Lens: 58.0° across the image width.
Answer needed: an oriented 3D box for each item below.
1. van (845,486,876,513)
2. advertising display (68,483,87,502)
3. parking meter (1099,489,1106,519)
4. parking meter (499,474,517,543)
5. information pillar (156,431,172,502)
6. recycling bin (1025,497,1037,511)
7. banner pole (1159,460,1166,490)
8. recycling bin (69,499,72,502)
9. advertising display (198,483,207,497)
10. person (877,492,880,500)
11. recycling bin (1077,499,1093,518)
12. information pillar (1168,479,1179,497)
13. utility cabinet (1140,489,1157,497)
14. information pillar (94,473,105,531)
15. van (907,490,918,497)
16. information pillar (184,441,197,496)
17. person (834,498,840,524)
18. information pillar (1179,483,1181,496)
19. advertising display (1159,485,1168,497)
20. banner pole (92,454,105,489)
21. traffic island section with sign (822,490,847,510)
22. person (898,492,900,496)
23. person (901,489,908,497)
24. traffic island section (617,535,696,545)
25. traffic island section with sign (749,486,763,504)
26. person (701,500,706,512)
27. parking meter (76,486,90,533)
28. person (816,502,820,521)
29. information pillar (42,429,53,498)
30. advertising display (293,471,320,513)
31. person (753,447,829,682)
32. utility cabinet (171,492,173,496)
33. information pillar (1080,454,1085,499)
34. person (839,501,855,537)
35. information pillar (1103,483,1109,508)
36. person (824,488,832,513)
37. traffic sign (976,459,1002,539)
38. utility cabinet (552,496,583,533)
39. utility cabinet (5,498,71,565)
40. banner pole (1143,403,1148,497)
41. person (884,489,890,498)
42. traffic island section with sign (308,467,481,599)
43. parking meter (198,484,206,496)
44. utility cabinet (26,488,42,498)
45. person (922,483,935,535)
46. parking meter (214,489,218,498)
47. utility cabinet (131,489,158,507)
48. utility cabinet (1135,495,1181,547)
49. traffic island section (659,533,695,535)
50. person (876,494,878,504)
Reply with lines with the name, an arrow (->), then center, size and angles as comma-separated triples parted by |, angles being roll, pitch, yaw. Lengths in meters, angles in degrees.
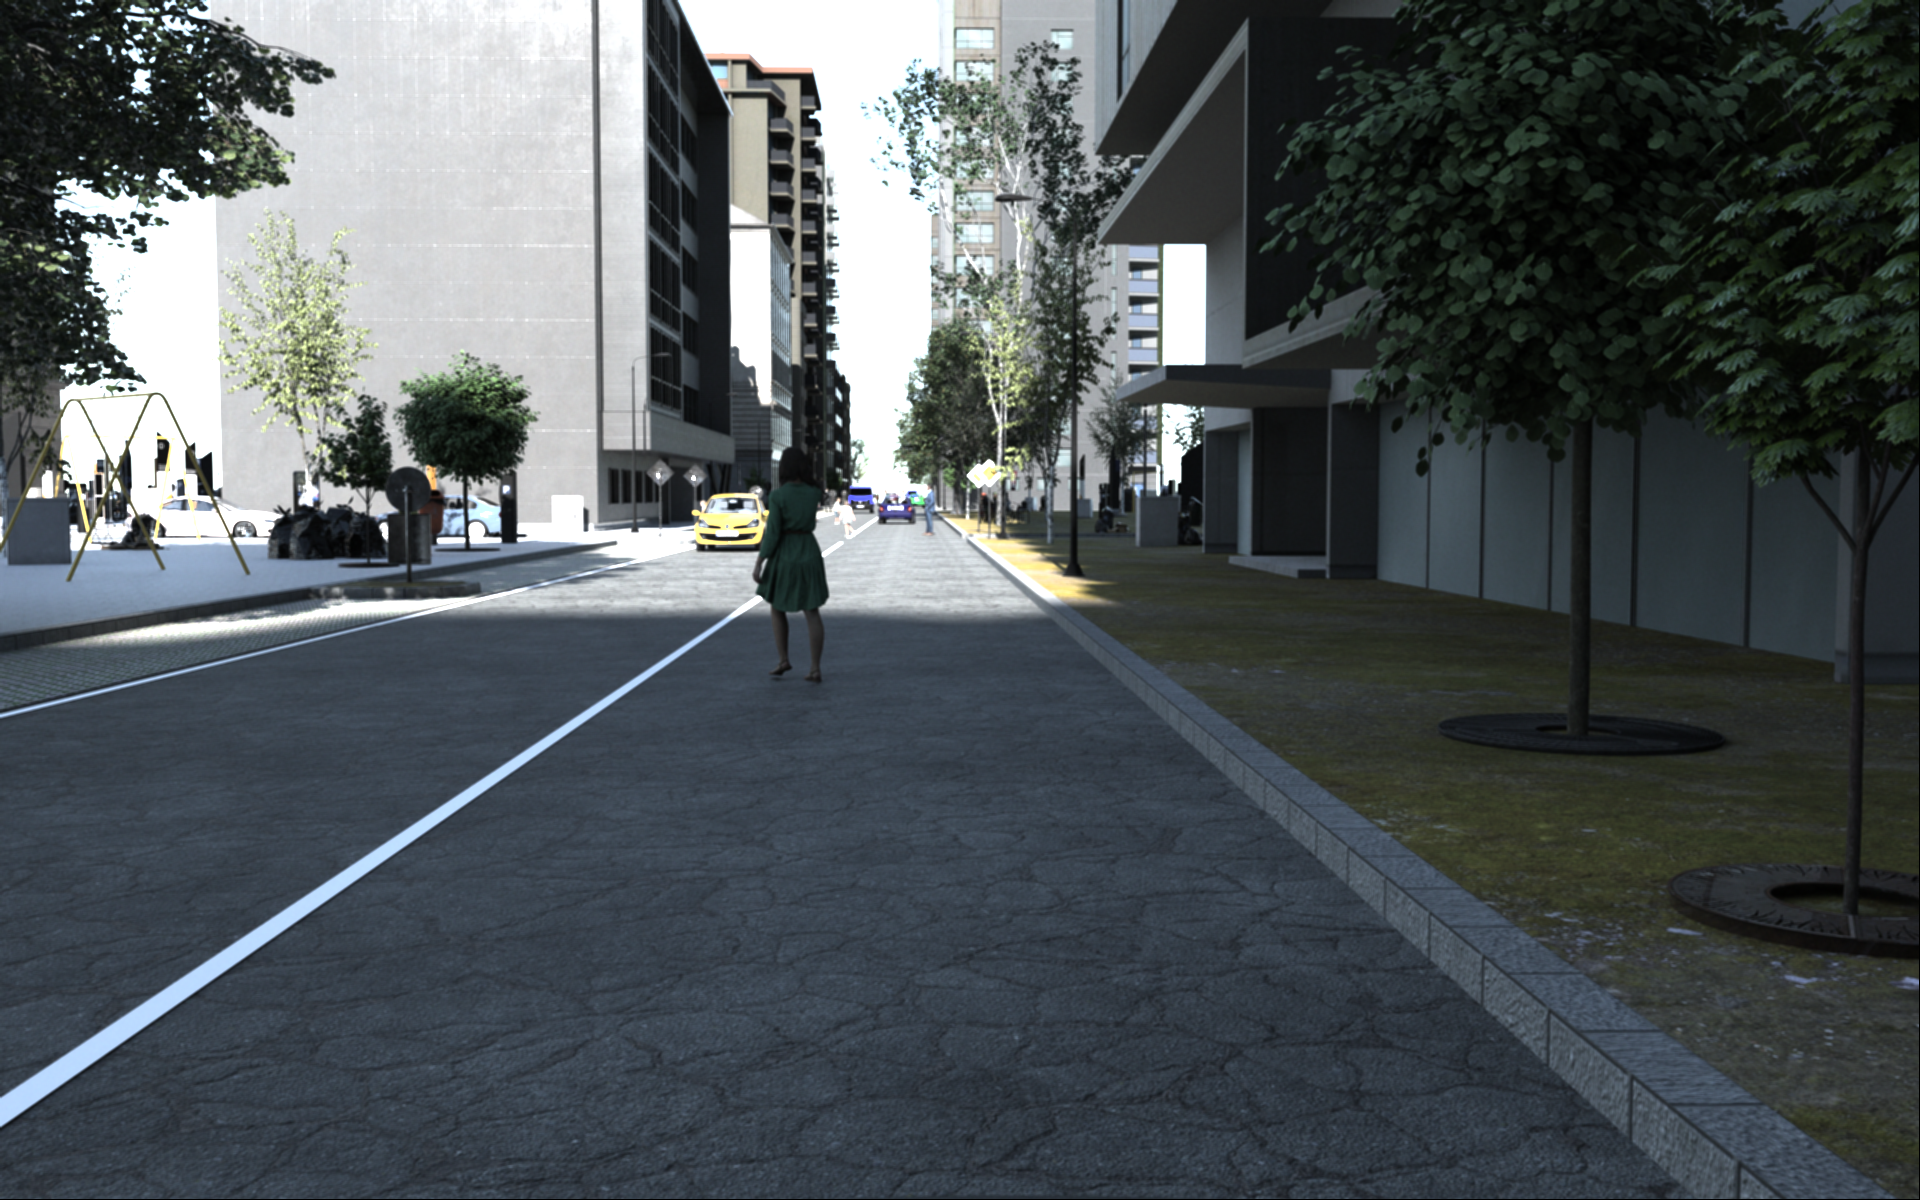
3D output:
van -> -7.413, -7.668, 129.754 | 2.240, 2.365, 5.245 | 0, 4, -2
advertising display -> -50.851, -5.789, 99.864 | 0.974, 1.923, 0.123 | -1, 4, -12
parking meter -> 7.476, -5.040, 90.813 | 0.372, 1.533, 0.369 | 0, 3, 0
parking meter -> -11.803, -2.419, 45.258 | 0.399, 1.863, 0.255 | 1, 4, 12
information pillar -> -29.491, -4.453, 64.155 | 0.183, 3.616, 0.504 | 3, 5, 41
recycling bin -> 5.425, -7.323, 132.279 | 0.722, 1.027, 0.722 | 2, 4, 28
banner pole -> 15.071, -8.485, 128.748 | 0.401, 3.779, 0.863 | -2, 4, -32
recycling bin -> -48.227, -4.936, 93.265 | 0.722, 1.027, 0.722 | -2, 4, -31
advertising display -> -43.495, -5.712, 98.604 | 0.123, 1.923, 0.974 | 2, 4, 34
person -> -13.078, -16.326, 276.145 | 0.721, 1.735, 1.217 | 3, 5, 40
recycling bin -> 6.621, -4.840, 91.693 | 0.722, 1.027, 0.722 | 1, 4, 17
information pillar -> 10.672, -5.057, 87.180 | 0.304, 2.012, 0.304 | 3, 5, 43
utility cabinet -> 8.811, -4.418, 80.912 | 0.318, 1.500, 1.173 | 2, 4, 34
information pillar -> -30.062, -3.426, 60.502 | 0.304, 2.012, 0.304 | -2, 4, -27
van -> -7.817, -17.035, 282.904 | 2.240, 2.365, 5.245 | 0, 4, -2
information pillar -> -33.720, -5.177, 75.997 | 0.504, 3.616, 0.183 | 0, 4, -7
person -> -5.854, -4.250, 82.676 | 0.352, 1.250, 0.332 | 1, 4, 16
information pillar -> 13.997, -6.452, 109.989 | 0.304, 2.012, 0.304 | 3, 4, 38
advertising display -> 14.724, -7.310, 124.727 | 0.123, 1.923, 0.974 | -2, 4, -34
banner pole -> -53.775, -7.219, 108.053 | 0.863, 3.779, 0.401 | -1, 4, -9
traffic island section with sign -> -11.506, -9.086, 157.188 | 1.989, 1.847, 2.006 | 0, 4, -2
person -> -9.607, -15.865, 268.614 | 0.721, 1.743, 1.217 | 0, 4, 7
person -> -4.004, -7.061, 124.302 | 0.623, 1.781, 0.721 | 1, 4, 13
traffic island section -> -8.573, -1.664, 49.492 | 2.009, 0.180, 2.903 | 0, 4, -2
traffic island section with sign -> -9.425, -4.388, 80.371 | 1.989, 1.847, 2.006 | 0, 4, -2
person -> -8.856, -2.868, 60.408 | 0.382, 1.210, 0.505 | -2, 4, -27
parking meter -> -28.833, -2.969, 56.949 | 0.372, 1.533, 0.369 | 0, 3, 0
person -> -7.426, -4.828, 87.556 | 0.853, 1.813, 0.709 | 3, 5, 40
information pillar -> -32.851, -4.343, 62.363 | 0.504, 3.616, 0.183 | 2, 4, 33
advertising display -> -18.519, -2.685, 49.114 | 0.123, 1.923, 0.974 | 1, 4, 18
person -> -1.268, -0.279, 13.308 | 0.600, 1.795, 0.529 | -3, 5, -41
utility cabinet -> -49.991, -6.107, 108.523 | 1.173, 1.500, 0.318 | -3, 4, -36
information pillar -> 7.202, -6.764, 101.953 | 0.183, 3.616, 0.504 | -2, 4, -24
person -> -3.785, -2.727, 58.096 | 0.505, 1.210, 0.382 | -2, 4, -35
information pillar -> 9.913, -6.894, 117.205 | 0.304, 2.012, 0.304 | -3, 5, -44
person -> -9.989, -7.513, 130.697 | 0.648, 1.900, 0.474 | 1, 4, 9
traffic sign -> 0.842, -2.815, 49.665 | 0.795, 2.450, 0.064 | 0, 4, -2
utility cabinet -> -12.932, -2.813, 57.150 | 0.306, 1.237, 1.020 | 3, 5, 42
utility cabinet -> -16.829, -1.252, 31.624 | 1.020, 1.237, 0.306 | -2, 4, -32
banner pole -> 5.082, -3.522, 47.597 | 0.401, 3.779, 0.863 | 0, 4, 6
person -> -5.390, -7.255, 127.472 | 0.721, 1.781, 0.623 | -2, 4, -24
traffic island section with sign -> -7.904, -0.970, 24.489 | 1.989, 1.847, 2.006 | 0, 4, -2
parking meter -> -41.346, -5.423, 94.376 | 0.255, 1.863, 0.399 | 3, 5, 43
utility cabinet -> -33.849, -3.308, 62.769 | 1.173, 1.500, 0.318 | 1, 4, 16
person -> -1.064, -3.156, 60.278 | 0.419, 1.800, 0.721 | -1, 4, -13
parking meter -> -37.392, -4.824, 87.286 | 0.372, 1.533, 0.369 | 0, 3, 0
utility cabinet -> -32.410, -3.699, 69.155 | 1.173, 1.500, 0.318 | 0, 4, -3
utility cabinet -> 4.824, -1.912, 42.422 | 1.020, 1.237, 0.306 | -1, 4, -17
traffic island section -> -8.789, -2.153, 57.475 | 2.009, 0.180, 2.903 | 0, 4, -2
person -> -11.747, -14.166, 243.375 | 0.557, 1.426, 1.065 | 1, 4, 22
